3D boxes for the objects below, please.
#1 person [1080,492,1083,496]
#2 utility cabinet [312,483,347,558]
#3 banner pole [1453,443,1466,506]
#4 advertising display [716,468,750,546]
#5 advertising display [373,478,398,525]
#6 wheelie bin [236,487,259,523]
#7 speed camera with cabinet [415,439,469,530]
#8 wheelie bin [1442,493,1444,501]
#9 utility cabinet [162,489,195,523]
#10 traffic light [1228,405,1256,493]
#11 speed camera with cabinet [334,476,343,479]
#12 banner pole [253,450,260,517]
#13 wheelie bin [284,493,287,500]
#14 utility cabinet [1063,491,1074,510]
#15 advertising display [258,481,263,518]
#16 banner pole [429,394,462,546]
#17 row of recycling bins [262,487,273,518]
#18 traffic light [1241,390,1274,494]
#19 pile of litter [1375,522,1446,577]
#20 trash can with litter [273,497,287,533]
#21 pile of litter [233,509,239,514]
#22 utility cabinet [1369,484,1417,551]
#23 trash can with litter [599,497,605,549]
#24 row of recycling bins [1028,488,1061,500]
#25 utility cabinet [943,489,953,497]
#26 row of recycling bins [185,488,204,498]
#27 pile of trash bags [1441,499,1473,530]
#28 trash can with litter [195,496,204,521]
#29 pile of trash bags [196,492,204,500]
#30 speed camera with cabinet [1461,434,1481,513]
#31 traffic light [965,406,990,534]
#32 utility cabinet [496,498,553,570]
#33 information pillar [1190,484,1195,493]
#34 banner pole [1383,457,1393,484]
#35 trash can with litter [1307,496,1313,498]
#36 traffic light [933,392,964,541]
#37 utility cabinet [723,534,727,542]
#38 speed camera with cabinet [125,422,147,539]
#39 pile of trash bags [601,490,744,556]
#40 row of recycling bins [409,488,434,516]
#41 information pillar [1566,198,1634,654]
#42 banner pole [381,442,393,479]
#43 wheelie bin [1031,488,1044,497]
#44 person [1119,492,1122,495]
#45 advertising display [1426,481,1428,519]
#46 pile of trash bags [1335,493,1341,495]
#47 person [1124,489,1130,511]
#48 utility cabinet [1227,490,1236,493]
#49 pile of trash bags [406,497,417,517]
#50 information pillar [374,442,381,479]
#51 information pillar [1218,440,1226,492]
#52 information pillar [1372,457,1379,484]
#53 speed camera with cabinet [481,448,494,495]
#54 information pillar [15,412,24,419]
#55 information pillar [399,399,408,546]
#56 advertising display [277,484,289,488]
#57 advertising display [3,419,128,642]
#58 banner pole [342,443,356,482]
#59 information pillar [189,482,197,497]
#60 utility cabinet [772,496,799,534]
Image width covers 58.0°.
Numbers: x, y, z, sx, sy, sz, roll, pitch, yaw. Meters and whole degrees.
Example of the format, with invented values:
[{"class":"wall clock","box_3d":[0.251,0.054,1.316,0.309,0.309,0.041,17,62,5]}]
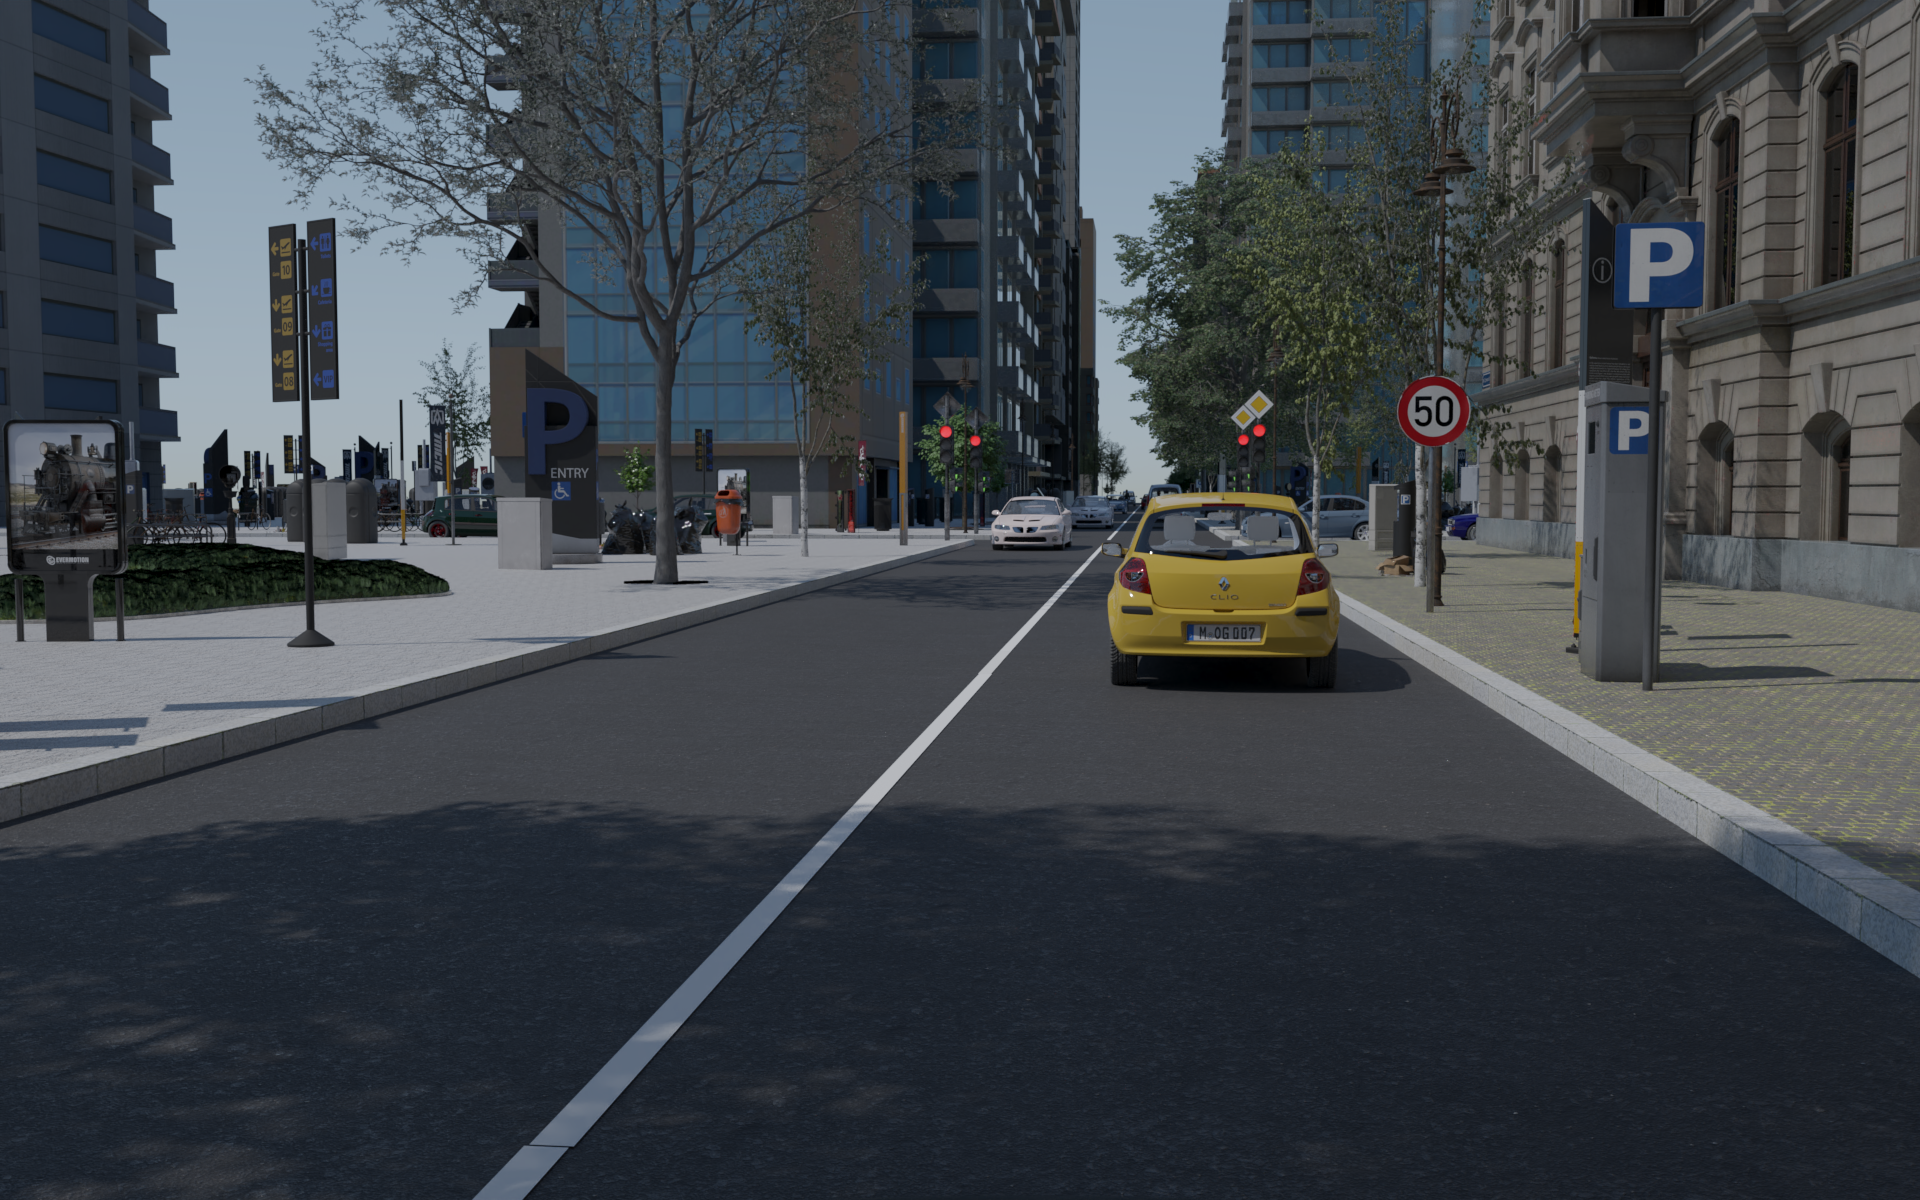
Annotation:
[{"class":"person","box_3d":[14.456,-12.211,208.878,1.217,1.736,0.721,0,4,7]},{"class":"utility cabinet","box_3d":[-12.245,-1.525,33.605,0.318,1.500,1.173,0,4,-3]},{"class":"banner pole","box_3d":[24.376,-5.790,84.686,0.401,3.779,0.863,-3,4,-38]},{"class":"advertising display","box_3d":[-5.586,-2.293,42.706,0.974,1.923,0.123,2,4,32]},{"class":"advertising display","box_3d":[-23.732,-4.061,71.603,0.974,1.923,0.123,-2,4,-28]},{"class":"wheelie bin","box_3d":[-31.827,-4.257,77.503,0.693,1.594,0.980,3,4,38]},{"class":"speed camera with cabinet","box_3d":[-18.662,-4.188,62.818,2.038,3.252,0.660,0,3,0]},{"class":"wheelie bin","box_3d":[28.467,-5.850,103.555,0.980,1.594,0.693,-2,4,-32]},{"class":"utility cabinet","box_3d":[-32.281,-3.847,71.578,1.173,1.500,0.318,-1,4,-15]},{"class":"traffic light","box_3d":[8.903,-4.021,54.664,0.839,4.253,0.868,0,4,6]},{"class":"speed camera with cabinet","box_3d":[-30.627,-5.671,87.063,0.660,3.252,2.038,1,4,13]},{"class":"banner pole","box_3d":[-40.319,-6.680,99.231,0.863,3.779,0.401,2,4,35]},{"class":"wheelie bin","box_3d":[-28.096,-3.992,73.175,0.980,1.594,0.693,1,4,22]},{"class":"utility cabinet","box_3d":[7.621,-6.935,122.062,0.318,1.500,1.173,2,4,30]},{"class":"advertising display","box_3d":[-34.996,-4.982,86.674,0.123,1.923,0.974,-1,4,-19]},{"class":"banner pole","box_3d":[-12.833,-3.245,43.079,0.401,3.779,0.863,3,5,40]},{"class":"row of recycling bins","box_3d":[-37.984,-5.456,96.311,1.069,1.692,3.534,0,4,-6]},{"class":"traffic light","box_3d":[8.028,-3.536,46.727,0.839,4.253,0.868,0,4,6]},{"class":"pile of litter","box_3d":[7.165,-0.839,27.680,1.719,0.858,1.176,-3,5,-45]},{"class":"trash can with litter","box_3d":[-22.210,-2.905,58.553,2.233,1.210,1.678,-1,4,-15]},{"class":"pile of litter","box_3d":[-47.244,-6.079,113.358,1.176,0.858,1.719,0,4,1]},{"class":"utility cabinet","box_3d":[9.802,-1.851,38.942,1.173,1.500,0.318,-1,4,-15]},{"class":"trash can with litter","box_3d":[-8.384,-1.828,40.938,1.678,1.210,2.233,0,4,-7]},{"class":"row of recycling bins","box_3d":[5.251,-6.862,119.307,3.534,1.692,1.069,1,4,19]},{"class":"utility cabinet","box_3d":[-0.559,-4.357,79.919,0.318,1.500,1.173,0,4,8]},{"class":"row of recycling bins","box_3d":[-54.399,-7.126,123.625,1.069,1.692,3.534,0,4,4]},{"class":"pile of trash bags","box_3d":[17.350,-3.181,61.758,1.912,1.369,3.447,-2,4,-34]},{"class":"trash can with litter","box_3d":[-34.691,-4.169,79.221,2.233,1.210,1.678,1,4,9]},{"class":"pile of trash bags","box_3d":[-42.820,-5.288,96.213,3.447,1.369,1.912,2,4,30]},{"class":"speed camera with cabinet","box_3d":[17.005,-3.807,56.587,0.660,3.252,2.038,3,4,37]},{"class":"traffic light","box_3d":[0.541,-4.076,55.567,0.839,4.253,0.868,0,4,6]},{"class":"utility cabinet","box_3d":[-7.414,-1.123,29.530,1.020,1.237,0.306,2,4,31]},{"class":"information pillar","box_3d":[16.297,-7.144,121.289,0.304,2.012,0.304,1,4,11]},{"class":"banner pole","box_3d":[28.509,-7.665,115.336,0.863,3.779,0.401,-1,4,-10]},{"class":"trash can with litter","box_3d":[17.890,-4.687,88.024,0.624,1.170,1.055,2,4,25]},{"class":"traffic light","box_3d":[-0.334,-3.591,47.630,0.839,4.253,0.868,0,4,6]},{"class":"utility cabinet","box_3d":[-6.289,-2.184,46.867,0.306,1.237,1.020,0,4,-8]},{"class":"speed camera with cabinet","box_3d":[-23.064,-3.288,48.093,0.660,3.252,2.038,-1,4,-18]},{"class":"pile of trash bags","box_3d":[-5.993,-1.653,36.787,3.447,1.369,1.912,2,4,32]},{"class":"row of recycling bins","box_3d":[-31.419,-5.750,101.128,1.069,1.692,3.534,-2,4,-31]},{"class":"information pillar","box_3d":[5.168,-1.380,13.913,0.504,3.616,0.183,-1,4,-22]},{"class":"banner pole","box_3d":[-27.269,-5.663,82.599,0.401,3.779,0.863,2,4,29]},{"class":"wheelie bin","box_3d":[4.004,-4.982,89.370,0.693,1.594,0.980,0,4,8]},{"class":"person","box_3d":[22.561,-14.256,242.298,0.721,1.736,1.217,3,4,39]},{"class":"advertising display","box_3d":[23.797,-5.035,87.528,0.974,1.923,0.123,3,5,44]},{"class":"pile of trash bags","box_3d":[26.478,-6.701,119.315,1.912,1.369,3.447,0,4,-7]},{"class":"person","box_3d":[13.838,-8.285,143.982,0.705,1.821,1.348,2,4,35]},{"class":"utility cabinet","box_3d":[14.268,-4.898,88.762,1.173,1.500,0.318,2,4,34]},{"class":"pile of trash bags","box_3d":[-31.526,-5.224,95.166,3.447,1.369,1.912,1,4,16]},{"class":"information pillar","box_3d":[-25.916,-5.242,77.067,0.183,3.616,0.504,0,4,5]},{"class":"information pillar","box_3d":[11.252,-5.084,74.486,0.183,3.616,0.504,3,5,40]},{"class":"information pillar","box_3d":[26.145,-7.193,108.961,0.504,3.616,0.183,3,5,43]},{"class":"speed camera with cabinet","box_3d":[-20.986,-4.920,74.782,2.038,3.252,0.660,0,4,-1]},{"class":"information pillar","box_3d":[-26.685,-3.551,49.407,0.504,3.616,0.183,1,4,16]},{"class":"information pillar","box_3d":[-13.887,-3.166,43.120,0.183,3.616,0.504,-1,4,-19]},{"class":"advertising display","box_3d":[-42.716,-6.386,109.622,0.974,1.923,0.123,0,4,-4]},{"class":"advertising display","box_3d":[-7.748,-0.600,15.027,0.974,1.923,0.123,0,4,-3]},{"class":"banner pole","box_3d":[-29.900,-5.811,85.023,0.863,3.779,0.401,-3,5,-41]},{"class":"information pillar","box_3d":[-46.594,-6.165,105.290,0.304,2.012,0.304,1,4,17]},{"class":"utility cabinet","box_3d":[-5.595,-2.720,55.637,0.306,1.237,1.020,-3,5,-43]}]
